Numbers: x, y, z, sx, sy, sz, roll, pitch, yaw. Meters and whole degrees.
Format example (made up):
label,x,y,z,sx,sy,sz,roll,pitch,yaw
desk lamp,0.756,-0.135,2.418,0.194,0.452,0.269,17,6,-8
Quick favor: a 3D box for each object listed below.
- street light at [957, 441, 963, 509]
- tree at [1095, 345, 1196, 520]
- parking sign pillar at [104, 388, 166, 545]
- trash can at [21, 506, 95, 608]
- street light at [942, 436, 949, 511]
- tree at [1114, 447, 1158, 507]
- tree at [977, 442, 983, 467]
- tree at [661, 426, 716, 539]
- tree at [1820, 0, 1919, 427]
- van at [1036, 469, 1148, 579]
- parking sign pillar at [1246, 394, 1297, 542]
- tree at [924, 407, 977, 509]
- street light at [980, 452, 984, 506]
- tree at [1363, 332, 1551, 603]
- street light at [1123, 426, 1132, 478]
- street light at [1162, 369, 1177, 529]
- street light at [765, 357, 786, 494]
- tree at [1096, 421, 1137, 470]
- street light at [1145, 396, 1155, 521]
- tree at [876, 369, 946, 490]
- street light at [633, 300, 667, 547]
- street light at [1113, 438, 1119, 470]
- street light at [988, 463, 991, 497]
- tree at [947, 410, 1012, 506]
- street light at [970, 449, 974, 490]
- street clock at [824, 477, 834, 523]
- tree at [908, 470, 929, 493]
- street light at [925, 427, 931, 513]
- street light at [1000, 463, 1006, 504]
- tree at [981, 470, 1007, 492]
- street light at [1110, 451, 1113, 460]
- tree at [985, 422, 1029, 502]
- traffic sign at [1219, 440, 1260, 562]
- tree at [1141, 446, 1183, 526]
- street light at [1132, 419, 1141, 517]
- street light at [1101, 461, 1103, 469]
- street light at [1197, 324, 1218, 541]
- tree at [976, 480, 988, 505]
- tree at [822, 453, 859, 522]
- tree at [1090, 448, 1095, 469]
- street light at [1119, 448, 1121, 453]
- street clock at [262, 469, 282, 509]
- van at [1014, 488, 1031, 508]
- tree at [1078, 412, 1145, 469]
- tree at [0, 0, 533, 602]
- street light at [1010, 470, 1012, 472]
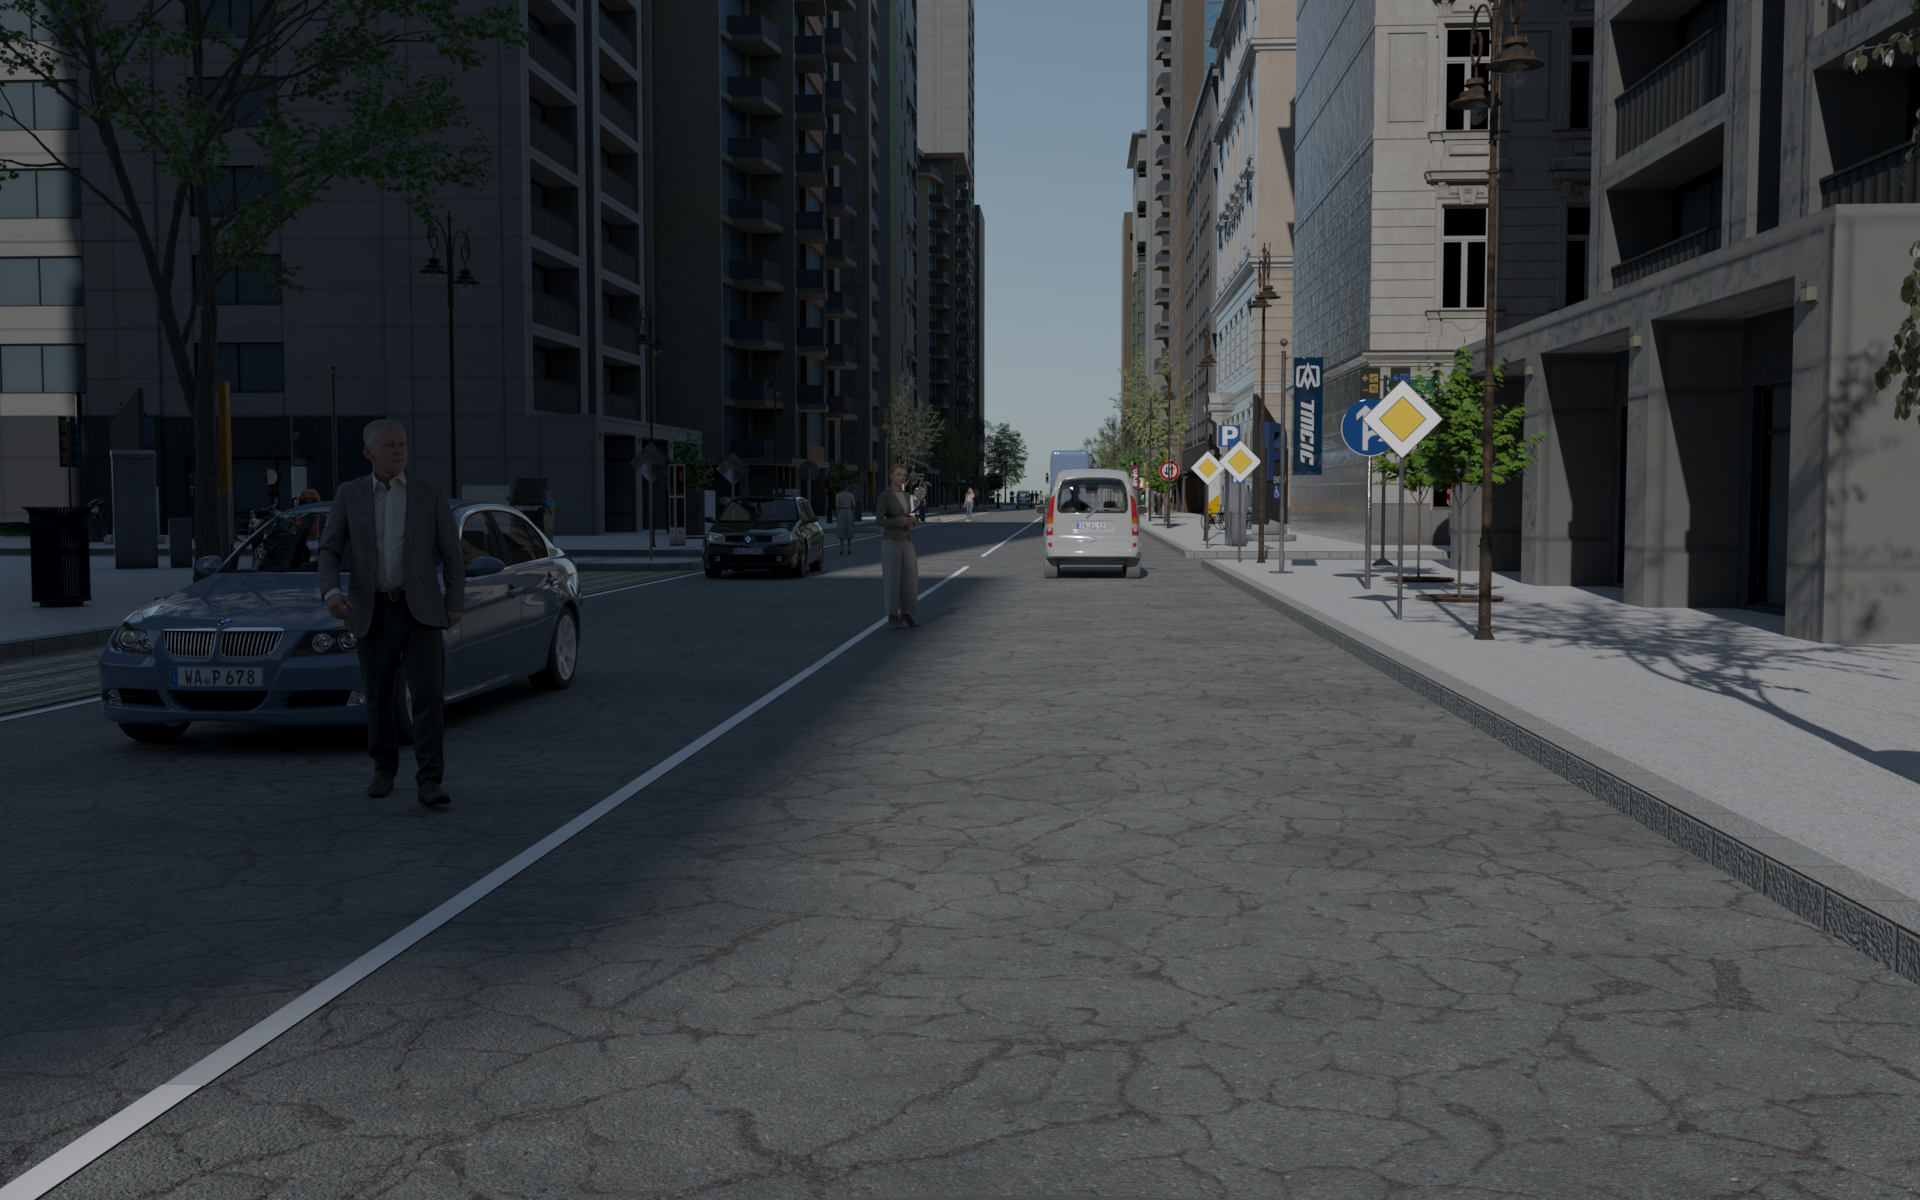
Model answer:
label,x,y,z,sx,sy,sz,roll,pitch,yaw
street light,0.034,-10.939,151.640,0.468,5.910,1.993,0,4,4
tree,9.621,-8.336,86.658,4.737,8.622,4.395,0,3,0
parking sign pillar,-21.257,-3.427,44.510,1.447,3.967,1.447,2,4,33
trash can,-10.266,-0.496,19.761,0.748,1.137,0.748,0,3,0
street light,-1.110,-9.914,134.876,0.468,5.910,1.993,0,4,4
tree,12.212,-8.318,119.713,4.285,4.588,4.351,0,3,0
tree,-0.013,-12.746,158.753,4.737,8.622,4.395,0,3,0
tree,-7.877,-3.367,49.656,1.663,3.219,1.824,0,3,0
tree,4.460,-3.460,6.940,4.360,8.622,3.978,0,3,0
van,2.332,-1.446,30.655,2.013,2.044,4.112,0,4,4
parking sign pillar,8.452,-3.589,47.154,1.447,3.967,1.447,3,4,38
tree,-1.325,-11.961,145.930,4.737,8.622,4.395,0,3,0
street light,2.350,-12.989,185.155,0.468,5.910,1.993,0,4,4
tree,5.920,-1.599,20.746,1.663,3.219,1.824,0,3,0
street light,11.282,-8.696,114.969,0.468,5.910,1.993,0,4,4
street light,7.757,-5.595,64.259,0.468,5.910,1.993,0,4,4
street light,-6.244,-5.255,58.700,0.468,5.910,1.993,0,4,4
tree,15.800,-13.491,170.947,4.360,8.622,3.978,0,3,0
street light,8.945,-6.643,81.406,0.468,5.910,1.993,0,4,4
tree,-3.214,-9.267,101.883,4.360,8.622,3.978,0,3,0
street light,-7.393,-4.202,41.485,0.468,5.910,1.993,0,4,4
street light,12.905,-10.281,140.883,0.468,5.910,1.993,0,4,4
street light,3.320,-13.959,201.015,0.468,5.910,1.993,0,4,4
tree,2.440,-15.809,192.896,7.601,10.594,8.767,1,4,21
street light,1.237,-11.970,168.502,0.468,5.910,1.993,0,4,4
street clock,-5.692,-4.340,75.536,0.358,2.002,0.471,2,4,27
tree,-3.139,-7.958,124.711,1.663,3.219,1.824,0,3,0
street light,-2.279,-8.891,118.161,0.468,5.910,1.993,0,4,4
street light,5.566,-16.006,234.479,0.468,5.910,1.993,0,4,4
tree,4.431,-14.885,227.077,4.285,4.588,4.351,0,3,0
street light,14.077,-11.330,158.029,0.468,5.910,1.993,0,4,4
tree,7.277,-21.779,274.210,7.486,12.596,7.792,0,3,0
traffic sign,5.239,-1.762,32.444,0.795,2.450,0.064,0,4,4
tree,8.222,-4.648,70.596,1.663,3.219,1.824,0,3,0
street light,10.156,-7.666,98.124,0.468,5.910,1.993,0,4,4
street light,20.919,-17.423,257.658,0.468,5.910,1.993,0,4,4
street light,6.730,-4.555,47.265,0.468,5.910,1.993,0,4,4
tree,3.063,-13.385,213.445,1.663,3.219,1.824,0,3,0
tree,-5.632,-5.236,80.207,1.663,3.219,1.824,0,3,0
tree,16.118,-14.140,181.548,4.737,8.622,4.395,0,3,0
street light,11.894,-9.262,124.224,0.468,5.910,1.993,0,4,4
street clock,-19.810,-2.773,49.906,0.471,2.002,0.358,0,4,8
van,6.541,-10.488,178.489,2.013,2.044,4.112,0,4,2
tree,17.192,-16.123,198.022,8.767,10.594,7.601,0,4,5
tree,-9.136,-5.785,20.345,9.928,11.665,9.643,0,3,0
street light,7.869,-18.042,267.779,0.468,5.910,1.993,0,4,4
